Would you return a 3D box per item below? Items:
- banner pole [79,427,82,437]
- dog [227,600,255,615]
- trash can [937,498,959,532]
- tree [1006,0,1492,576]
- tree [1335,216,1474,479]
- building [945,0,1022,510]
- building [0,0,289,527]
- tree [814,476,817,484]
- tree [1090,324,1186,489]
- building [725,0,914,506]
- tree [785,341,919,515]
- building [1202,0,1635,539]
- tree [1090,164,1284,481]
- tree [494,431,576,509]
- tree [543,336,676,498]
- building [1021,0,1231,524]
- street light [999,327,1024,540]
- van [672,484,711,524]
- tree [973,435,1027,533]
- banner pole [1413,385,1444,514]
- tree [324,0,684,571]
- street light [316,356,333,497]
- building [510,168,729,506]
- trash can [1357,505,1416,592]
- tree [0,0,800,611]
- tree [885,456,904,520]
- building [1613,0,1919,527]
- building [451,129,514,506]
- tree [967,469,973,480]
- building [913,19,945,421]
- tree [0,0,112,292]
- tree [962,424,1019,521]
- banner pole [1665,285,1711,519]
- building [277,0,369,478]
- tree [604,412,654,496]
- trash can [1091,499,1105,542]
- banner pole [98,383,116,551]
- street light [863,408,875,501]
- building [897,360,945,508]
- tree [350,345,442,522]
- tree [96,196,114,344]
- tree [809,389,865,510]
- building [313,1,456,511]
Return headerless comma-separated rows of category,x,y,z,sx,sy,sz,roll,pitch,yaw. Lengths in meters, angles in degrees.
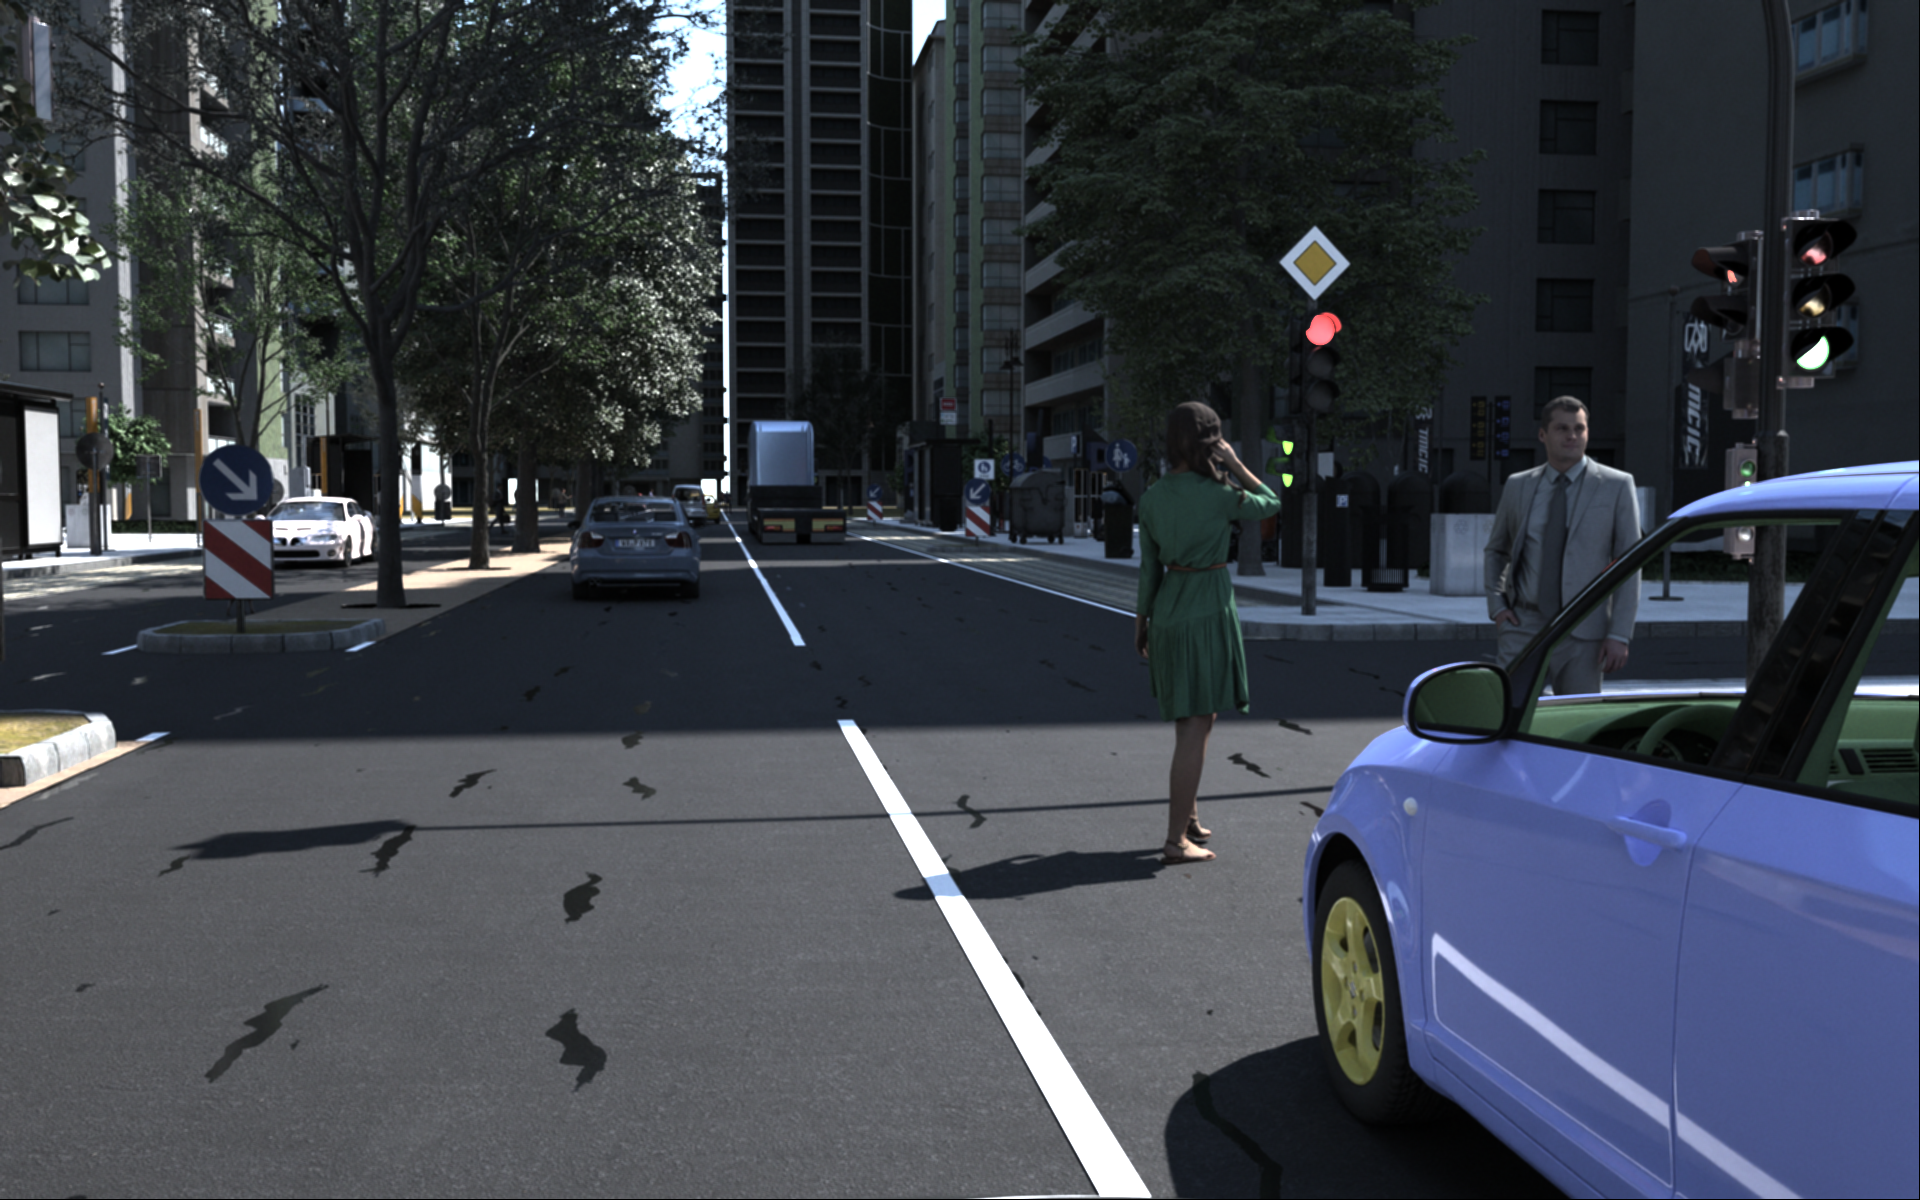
banner pole,-32.981,-4.596,65.157,0.401,3.779,0.863,-1,4,-21
dog,-8.549,-0.079,20.579,0.406,0.507,0.540,-3,5,-41
trash can,-0.401,-2.897,59.022,0.748,1.137,0.748,0,3,0
tree,4.185,-6.666,27.109,7.486,12.596,7.792,0,3,0
tree,11.298,-5.785,44.954,4.737,8.622,4.395,0,3,0
building,5.707,-26.932,123.938,14.154,41.232,14.086,-1,4,-8
building,-37.171,-23.729,71.561,14.154,41.232,14.086,-1,4,-8
tree,-15.013,-10.965,162.992,4.285,4.588,4.351,0,3,0
tree,7.525,-7.359,70.686,4.737,8.622,4.395,0,3,0
building,-15.563,-46.140,192.642,20.611,71.187,20.563,-1,4,-8
tree,-6.587,-10.434,105.012,8.767,10.594,7.601,0,4,2
building,15.033,-17.380,55.865,14.160,30.474,14.107,-1,4,-8
tree,4.537,-5.297,36.975,4.360,8.622,3.978,0,3,0
tree,-35.437,-13.212,150.434,7.601,10.594,8.767,2,4,24
tree,-15.034,-9.238,71.624,7.486,12.596,7.792,0,3,0
building,15.357,-28.170,84.281,21.300,48.544,21.600,-1,4,-8
street light,1.431,-4.615,48.251,0.468,5.910,1.993,-1,4,-8
van,-12.515,-4.456,79.871,2.013,2.044,4.112,0,4,-8
tree,1.434,-3.832,57.257,1.663,3.219,1.824,0,3,0
banner pole,10.816,-3.049,39.863,0.863,3.779,0.401,2,4,34
tree,-8.907,-6.355,32.115,9.928,11.665,9.643,0,3,0
street light,-21.282,-5.233,58.347,0.468,5.910,1.993,-1,4,-8
building,-38.551,-30.882,196.798,23.993,40.220,32.217,-1,4,-8
trash can,5.595,-0.680,22.772,0.748,1.137,0.748,0,3,0
tree,-7.078,-6.626,21.159,12.009,13.543,11.850,0,3,0
tree,-3.055,-5.669,87.290,1.663,3.219,1.824,0,3,0
building,27.625,-25.408,39.123,21.600,48.544,21.300,-1,4,-8
building,-60.218,-34.455,187.037,21.600,48.544,21.300,-1,4,-8
tree,1.160,-4.972,75.900,1.663,3.219,1.824,0,3,0
building,8.221,-37.400,200.723,27.495,52.752,28.713,-1,4,-8
tree,-5.169,-5.833,4.488,9.857,13.997,8.962,0,3,0
tree,1.230,-5.983,81.542,4.285,4.588,4.351,0,3,0
banner pole,8.765,-1.893,20.966,0.863,3.779,0.401,-2,4,-25
building,-47.705,-48.194,100.642,22.319,86.520,31.000,-1,4,-8
tree,-15.524,-7.672,78.251,4.360,8.622,3.978,0,3,0
trash can,3.933,-2.162,47.008,0.748,1.137,0.748,0,3,0
banner pole,-19.424,-3.020,39.387,0.401,3.779,0.863,-1,4,-14
street light,-4.811,-7.268,91.624,0.468,5.910,1.993,-1,4,-8
building,7.305,-50.974,146.100,22.319,86.520,31.000,-1,4,-8
tree,-25.232,-7.864,78.931,4.360,8.622,3.978,0,3,0
tree,-21.709,-7.755,52.543,9.928,11.665,9.643,0,3,0
tree,-8.095,-10.085,115.255,4.360,8.622,3.978,0,3,0
building,-55.562,-33.635,139.166,27.495,52.752,28.713,-1,4,-8
